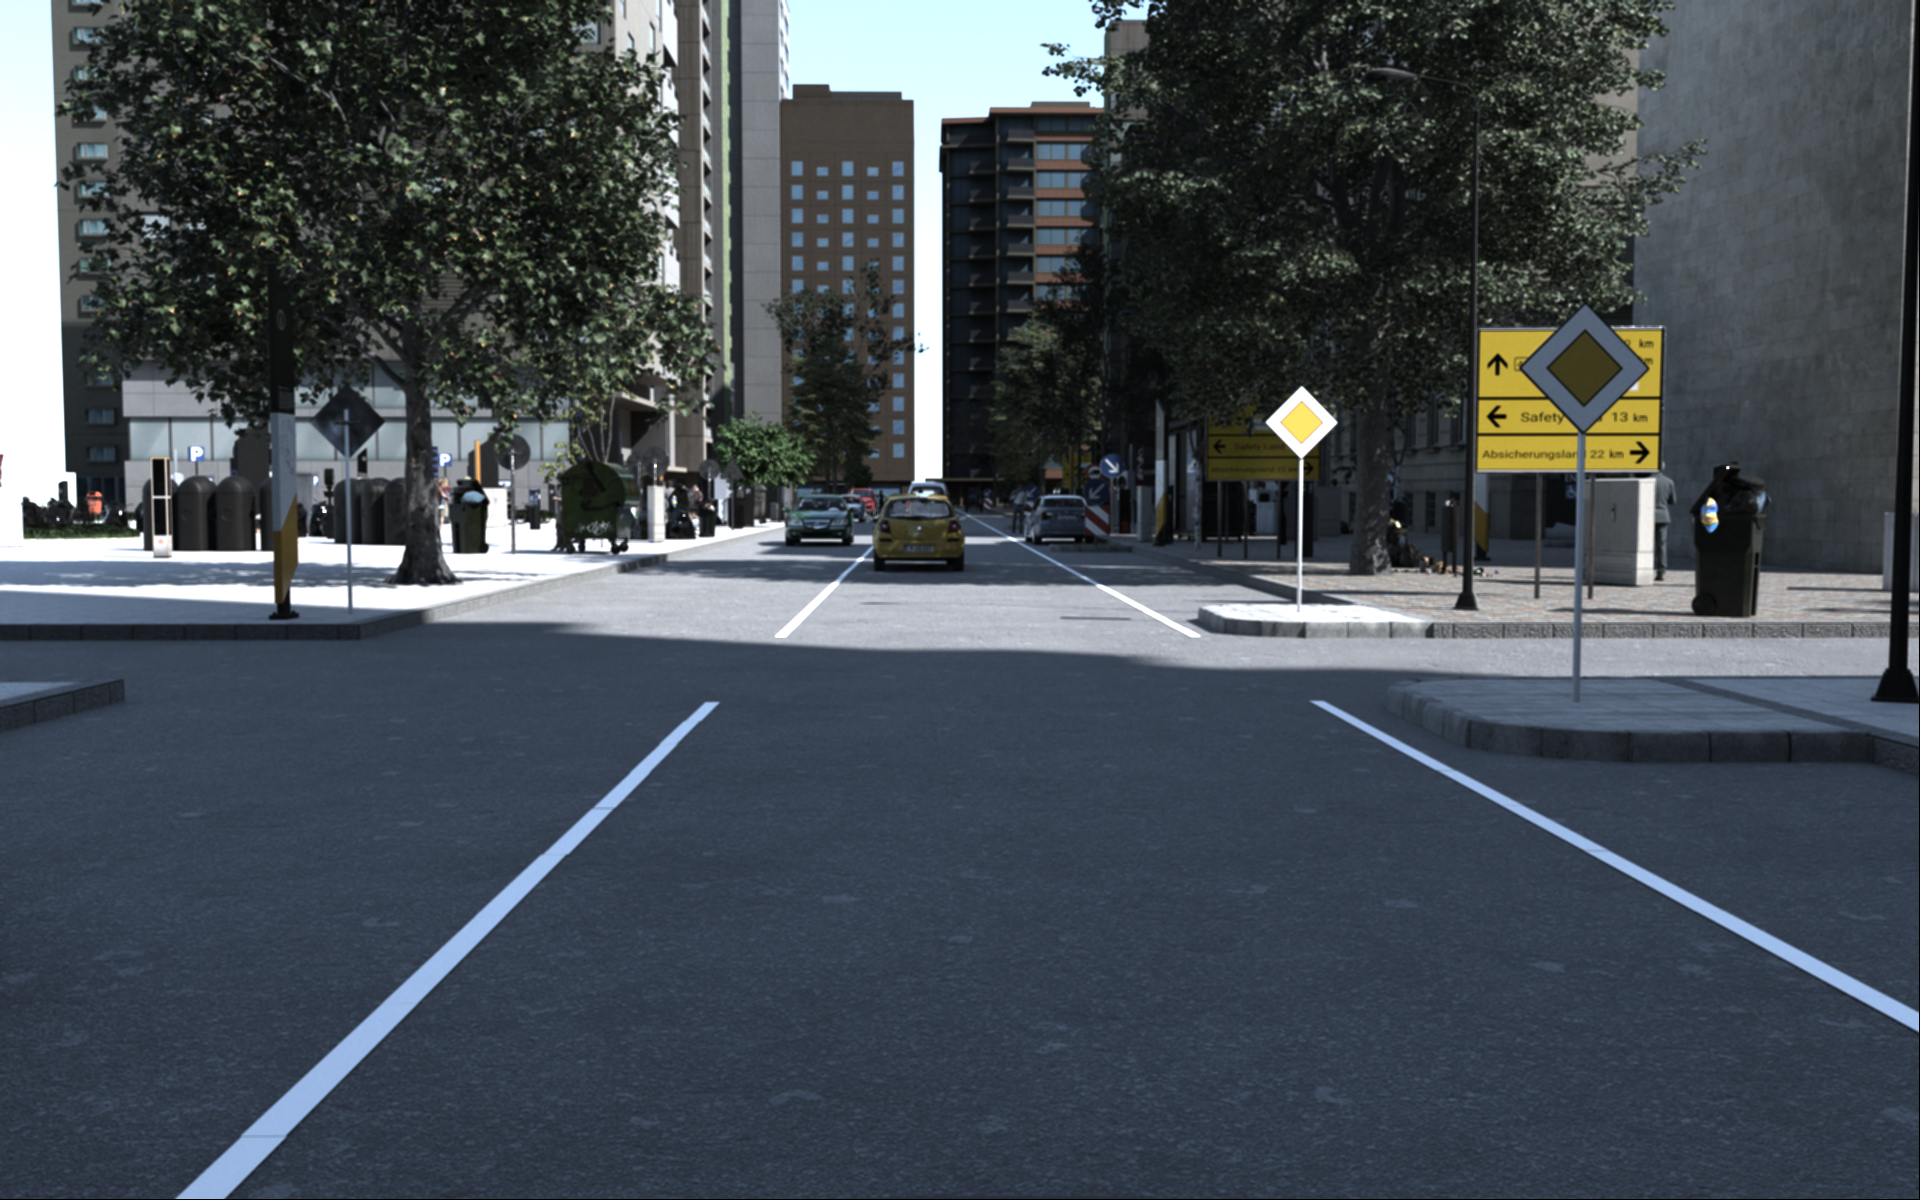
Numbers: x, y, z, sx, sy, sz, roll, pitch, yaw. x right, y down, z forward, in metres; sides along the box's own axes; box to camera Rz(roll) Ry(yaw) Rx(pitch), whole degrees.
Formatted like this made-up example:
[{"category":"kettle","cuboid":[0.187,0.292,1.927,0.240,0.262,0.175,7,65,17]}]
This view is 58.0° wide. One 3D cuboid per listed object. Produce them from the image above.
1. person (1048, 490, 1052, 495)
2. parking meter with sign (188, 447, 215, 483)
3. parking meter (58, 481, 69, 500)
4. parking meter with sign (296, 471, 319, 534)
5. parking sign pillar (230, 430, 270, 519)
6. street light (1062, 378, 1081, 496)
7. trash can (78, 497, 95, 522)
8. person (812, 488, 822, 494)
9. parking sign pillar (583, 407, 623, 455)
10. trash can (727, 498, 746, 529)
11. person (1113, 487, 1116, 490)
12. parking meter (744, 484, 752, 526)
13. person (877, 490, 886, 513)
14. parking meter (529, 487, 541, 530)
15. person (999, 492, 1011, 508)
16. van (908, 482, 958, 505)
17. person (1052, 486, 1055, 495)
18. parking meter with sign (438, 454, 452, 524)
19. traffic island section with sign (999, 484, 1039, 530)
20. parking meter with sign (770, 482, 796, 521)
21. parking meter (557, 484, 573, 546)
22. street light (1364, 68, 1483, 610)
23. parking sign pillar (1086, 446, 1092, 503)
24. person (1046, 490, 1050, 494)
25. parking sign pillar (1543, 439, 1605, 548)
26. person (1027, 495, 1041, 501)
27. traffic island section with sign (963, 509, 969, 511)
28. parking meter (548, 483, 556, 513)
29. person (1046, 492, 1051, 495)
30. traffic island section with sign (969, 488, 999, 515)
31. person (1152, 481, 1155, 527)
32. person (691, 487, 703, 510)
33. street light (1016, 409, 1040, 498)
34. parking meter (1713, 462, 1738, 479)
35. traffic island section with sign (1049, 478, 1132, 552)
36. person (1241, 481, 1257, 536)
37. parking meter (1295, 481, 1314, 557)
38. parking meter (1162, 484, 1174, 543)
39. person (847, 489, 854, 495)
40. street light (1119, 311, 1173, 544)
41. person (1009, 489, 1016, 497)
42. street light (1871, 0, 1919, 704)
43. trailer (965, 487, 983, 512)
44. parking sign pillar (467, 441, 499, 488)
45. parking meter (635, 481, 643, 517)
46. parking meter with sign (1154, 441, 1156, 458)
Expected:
[{"category":"person","cuboid":[7.679,-8.564,147.533,0.415,1.643,0.593,3,5,42]},{"category":"parking meter with sign","cuboid":[-27.489,-4.087,63.086,0.543,3.016,1.738,-3,5,-43]},{"category":"parking meter","cuboid":[-38.740,-4.229,74.847,0.399,1.863,0.255,2,4,29]},{"category":"parking meter with sign","cuboid":[-21.197,-3.663,56.146,1.738,3.016,0.543,0,4,6]},{"category":"parking sign pillar","cuboid":[-24.819,-4.409,60.558,1.447,3.967,1.447,2,4,30]},{"category":"street light","cuboid":[4.215,-5.893,68.886,1.470,5.913,1.316,0,4,-1]},{"category":"trash can","cuboid":[-40.385,-4.189,80.142,0.748,1.137,0.748,0,3,0]},{"category":"person","cuboid":[-10.041,-7.007,121.417,0.742,1.727,0.445,-3,4,-36]},{"category":"parking sign pillar","cuboid":[-11.195,-4.012,54.076,1.447,3.967,1.447,1,4,10]},{"category":"trash can","cuboid":[-8.233,-3.192,63.847,0.748,1.137,0.748,0,3,0]},{"category":"person","cuboid":[9.423,-5.996,104.792,0.721,1.743,1.217,2,4,25]},{"category":"parking meter","cuboid":[-8.531,-3.930,69.971,0.399,1.863,0.255,0,4,-2]},{"category":"person","cuboid":[-5.820,-7.345,129.305,0.721,1.735,1.217,3,5,41]},{"category":"parking meter","cuboid":[-15.296,-3.297,62.323,0.372,1.533,0.369,0,3,0]},{"category":"person","cuboid":[4.270,-9.530,161.875,1.348,1.823,0.705,0,4,-5]},{"category":"van","cuboid":[-1.091,-3.327,61.407,2.013,2.044,4.112,0,4,1]},{"category":"person","cuboid":[6.263,-6.707,115.664,0.705,1.831,1.348,1,4,12]},{"category":"parking meter with sign","cuboid":[-22.056,-4.757,74.036,0.543,3.016,1.738,-1,4,-12]},{"category":"traffic island section with sign","cuboid":[2.736,-3.782,70.464,1.989,1.847,2.006,0,4,-1]},{"category":"parking meter with sign","cuboid":[-8.369,-5.285,82.671,0.543,3.016,1.738,2,4,32]},{"category":"parking meter","cuboid":[-9.693,-2.083,42.473,0.372,1.533,0.369,0,3,0]},{"category":"street light","cuboid":[5.107,-2.847,19.088,1.470,5.913,1.316,0,4,-1]},{"category":"parking sign pillar","cuboid":[6.801,-6.392,92.974,1.447,3.967,1.447,3,4,38]},{"category":"person","cuboid":[7.014,-8.070,139.462,0.415,1.643,0.593,-2,4,-32]},{"category":"parking sign pillar","cuboid":[14.913,-3.269,41.924,1.447,3.967,1.447,3,5,44]},{"category":"person","cuboid":[4.355,-5.773,100.979,0.990,1.755,0.434,2,4,26]},{"category":"traffic island section with sign","cuboid":[1.288,-8.511,147.785,1.989,1.847,2.006,0,4,-1]},{"category":"parking meter","cuboid":[-21.986,-5.363,93.403,0.399,1.863,0.255,-1,4,-12]},{"category":"person","cuboid":[7.084,-7.713,135.338,0.799,1.438,0.628,0,4,-5]},{"category":"traffic island section with sign","cuboid":[1.803,-6.847,120.576,1.989,1.847,2.006,0,4,-1]},{"category":"person","cuboid":[7.677,-3.792,68.382,0.721,1.781,0.623,3,4,38]},{"category":"person","cuboid":[-16.702,-6.315,109.828,0.617,1.759,0.750,1,4,14]},{"category":"street light","cuboid":[3.722,-7.412,93.723,1.470,5.913,1.316,0,4,-1]},{"category":"parking meter","cuboid":[14.013,-1.594,31.781,0.399,1.863,0.255,3,5,41]},{"category":"traffic island section with sign","cuboid":[3.254,-2.134,43.513,1.989,1.847,2.006,0,4,-1]},{"category":"person","cuboid":[8.740,-2.908,52.950,0.474,1.900,0.648,-2,4,-28]},{"category":"parking meter","cuboid":[7.003,-1.804,35.207,0.255,1.863,0.399,2,4,34]},{"category":"parking meter","cuboid":[5.468,-2.290,45.853,0.372,1.533,0.369,0,3,0]},{"category":"person","cuboid":[-6.480,-5.843,104.570,0.617,1.759,0.750,3,4,38]},{"category":"street light","cuboid":[4.732,-4.374,44.049,1.470,5.913,1.316,0,4,-1]},{"category":"person","cuboid":[5.352,-9.946,168.617,1.348,1.831,0.705,-2,4,-27]},{"category":"street light","cuboid":[5.289,-2.327,10.593,1.470,5.913,1.316,0,4,-1]},{"category":"trailer","cuboid":[1.137,-8.179,140.777,1.471,1.999,3.904,0,4,0]},{"category":"parking sign pillar","cuboid":[-21.350,-5.448,77.539,1.447,3.967,1.447,-2,4,-27]},{"category":"parking meter","cuboid":[-13.879,-4.230,74.870,0.255,1.863,0.399,1,4,13]},{"category":"parking meter with sign","cuboid":[7.012,-3.662,56.141,0.543,3.016,1.738,-2,4,-28]}]
